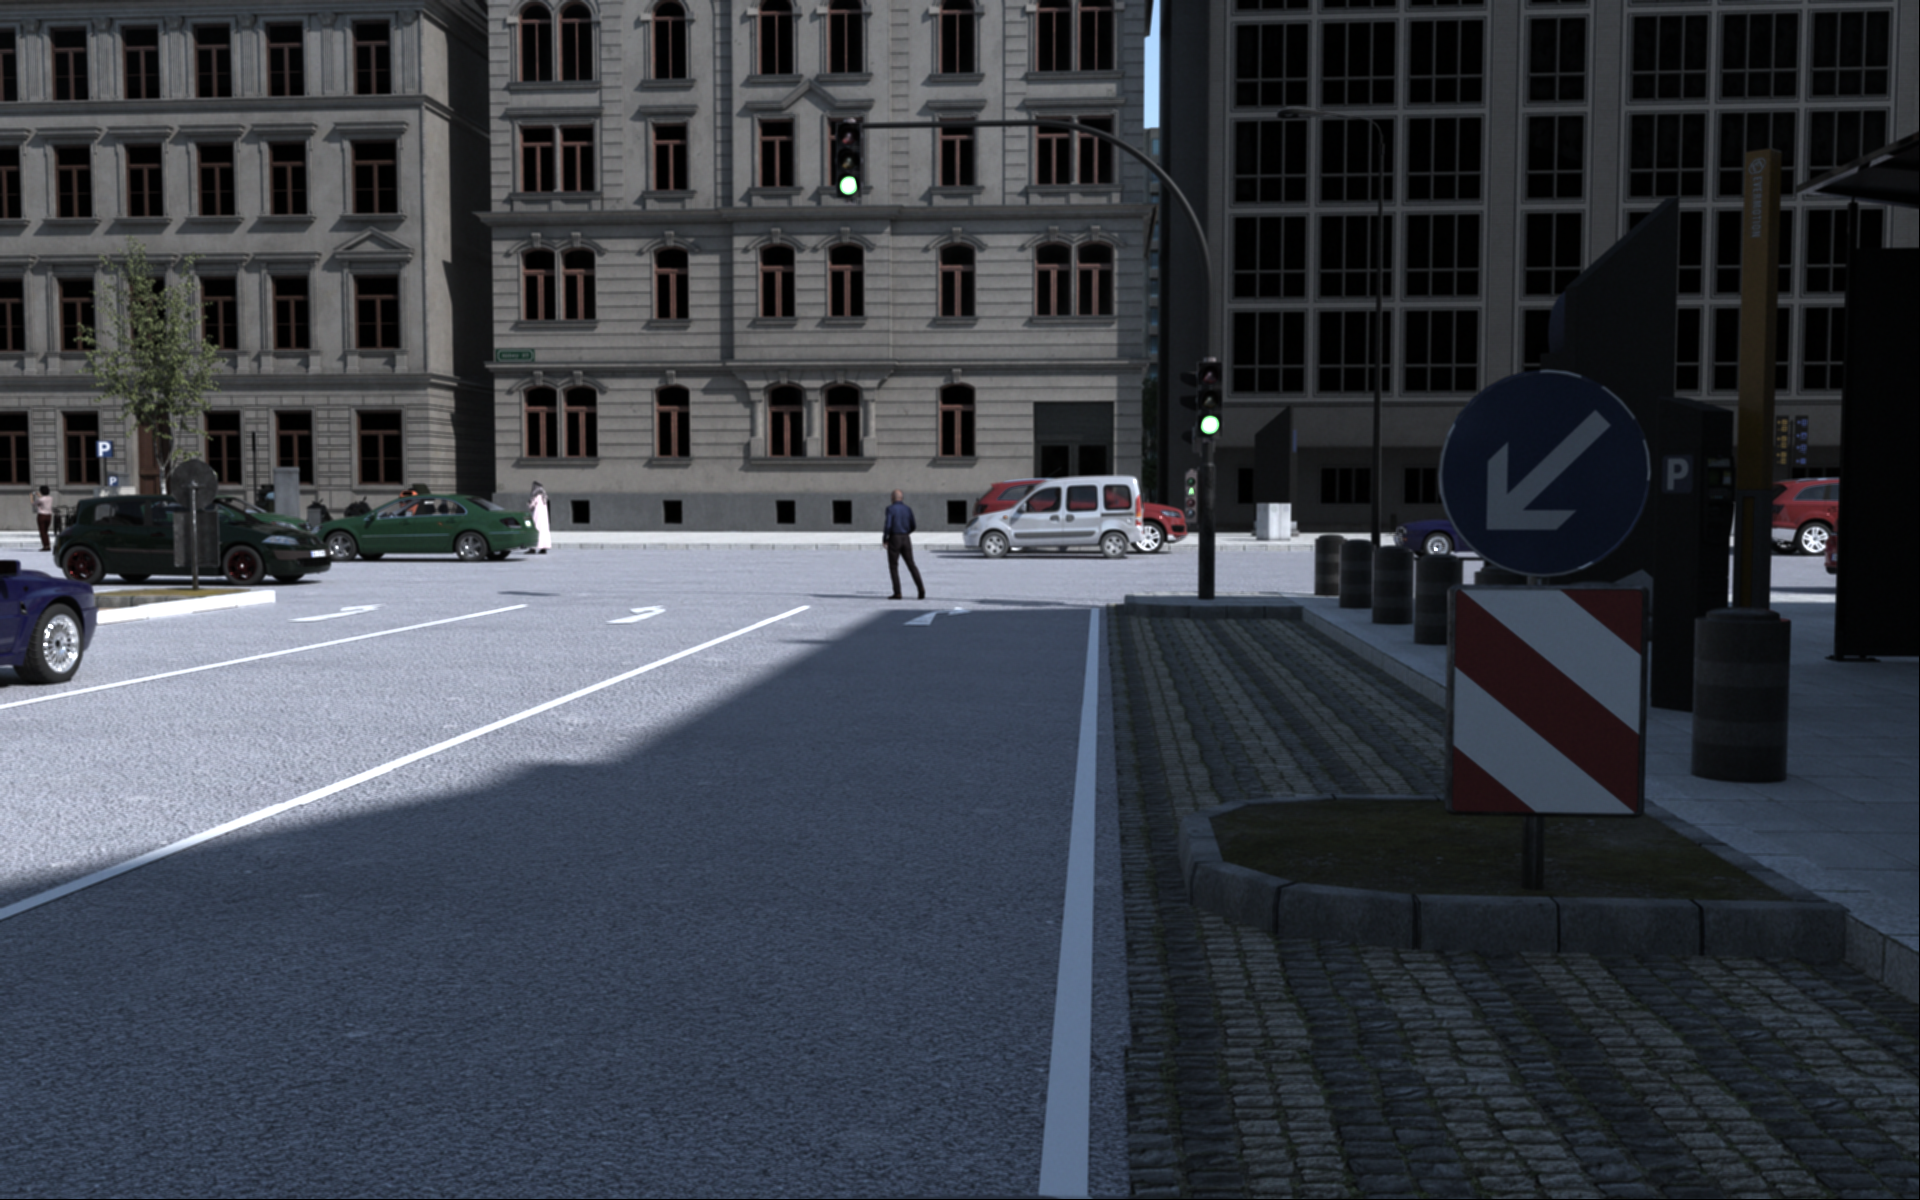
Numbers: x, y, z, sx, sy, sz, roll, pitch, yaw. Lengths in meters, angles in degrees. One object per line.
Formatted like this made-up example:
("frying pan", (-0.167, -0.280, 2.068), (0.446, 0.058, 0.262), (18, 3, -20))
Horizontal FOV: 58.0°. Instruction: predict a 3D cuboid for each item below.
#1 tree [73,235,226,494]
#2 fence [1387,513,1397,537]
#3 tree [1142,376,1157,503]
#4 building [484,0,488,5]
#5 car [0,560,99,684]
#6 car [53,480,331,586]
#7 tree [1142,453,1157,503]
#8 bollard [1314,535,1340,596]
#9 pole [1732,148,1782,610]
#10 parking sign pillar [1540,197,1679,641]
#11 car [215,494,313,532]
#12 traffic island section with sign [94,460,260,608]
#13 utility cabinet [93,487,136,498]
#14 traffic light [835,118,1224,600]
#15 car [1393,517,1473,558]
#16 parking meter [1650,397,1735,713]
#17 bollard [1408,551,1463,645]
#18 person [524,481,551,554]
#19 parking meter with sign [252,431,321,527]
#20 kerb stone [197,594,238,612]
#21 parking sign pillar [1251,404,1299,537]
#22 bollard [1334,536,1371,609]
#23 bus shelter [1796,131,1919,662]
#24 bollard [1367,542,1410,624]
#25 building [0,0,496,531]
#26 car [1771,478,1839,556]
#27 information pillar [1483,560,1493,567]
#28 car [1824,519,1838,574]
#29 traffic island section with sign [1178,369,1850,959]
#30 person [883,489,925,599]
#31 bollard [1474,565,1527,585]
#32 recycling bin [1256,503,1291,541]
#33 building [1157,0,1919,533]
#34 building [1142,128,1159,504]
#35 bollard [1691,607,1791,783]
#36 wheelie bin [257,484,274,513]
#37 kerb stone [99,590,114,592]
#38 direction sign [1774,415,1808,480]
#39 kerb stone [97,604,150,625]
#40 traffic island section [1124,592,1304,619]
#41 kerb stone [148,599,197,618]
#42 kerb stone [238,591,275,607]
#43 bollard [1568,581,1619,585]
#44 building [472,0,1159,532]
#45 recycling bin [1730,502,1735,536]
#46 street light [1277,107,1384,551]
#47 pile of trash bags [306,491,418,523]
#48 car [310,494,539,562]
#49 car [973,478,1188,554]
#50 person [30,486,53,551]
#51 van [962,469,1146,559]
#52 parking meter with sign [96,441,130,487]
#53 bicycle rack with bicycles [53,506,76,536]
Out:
("tree", (-22.753, -6.044, 49.176), (4.737, 8.622, 4.395), (0, 3, 0))
("fence", (13.254, -2.298, 52.942), (0.278, 0.683, 2.069), (1, 4, 9))
("tree", (15.961, -13.415, 145.088), (9.928, 11.665, 9.643), (0, 3, 0))
("building", (-35.020, -32.993, 128.673), (28.713, 52.752, 27.495), (0, 4, 5))
("car", (-7.739, 0.037, 11.980), (1.945, 1.354, 3.894), (0, 4, 5))
("car", (-12.307, -1.100, 27.765), (4.222, 1.686, 2.009), (0, 4, 4))
("tree", (14.947, -9.155, 133.402), (4.285, 4.588, 4.351), (0, 3, 0))
("bollard", (4.687, -0.439, 21.891), (0.404, 0.777, 0.398), (0, 3, 0))
("pole", (4.779, -1.013, 10.400), (0.158, 3.312, 0.155), (0, 3, 0))
("parking sign pillar", (5.848, -1.663, 15.659), (1.447, 3.967, 1.447), (-2, 4, -29))
("car", (-18.452, -1.902, 42.891), (4.920, 1.459, 2.131), (0, 4, 4))
("traffic island section with sign", (-10.247, -0.878, 22.487), (2.006, 1.907, 1.989), (0, 4, 5))
("utility cabinet", (-25.312, -2.642, 51.875), (0.318, 1.500, 1.173), (2, 4, 31))
("traffic light", (0.892, -2.839, 21.086), (4.771, 5.953, 1.251), (0, 4, 5))
("car", (11.554, -1.555, 37.999), (3.894, 1.354, 1.945), (0, 4, 6))
("parking meter", (4.349, -0.280, 10.282), (0.255, 1.863, 0.399), (-2, 4, -25))
("bollard", (4.110, -0.010, 14.873), (0.404, 0.777, 0.398), (0, 3, 0))
("person", (-10.127, -1.979, 41.530), (0.621, 1.740, 0.551), (0, 4, 0))
("parking meter with sign", (-18.850, -3.196, 48.512), (1.738, 3.016, 0.543), (-1, 4, -21))
("kerb stone", (-9.288, 0.044, 21.477), (0.120, 0.150, 1.000), (0, 4, 5))
("parking sign pillar", (9.597, -3.923, 52.619), (1.447, 3.967, 1.447), (-3, 5, -44))
("bollard", (4.489, -0.296, 19.555), (0.404, 0.777, 0.398), (0, 3, 0))
("bus shelter", (6.974, -1.156, 10.191), (1.731, 3.624, 6.357), (0, 4, 5))
("bollard", (4.302, -0.152, 17.206), (0.404, 0.777, 0.398), (0, 3, 0))
("building", (-27.231, -13.912, 63.626), (21.152, 22.565, 11.583), (0, 4, 5))
("car", (21.317, -1.962, 40.751), (5.304, 1.827, 2.281), (0, 4, 6))
("information pillar", (4.512, -0.595, 14.228), (0.304, 2.012, 0.304), (-1, 4, -11))
("car", (14.998, -0.979, 25.051), (4.494, 1.783, 2.155), (0, 4, 3))
("traffic island section with sign", (1.822, 0.141, 6.320), (1.989, 1.847, 2.006), (0, 4, 5))
("person", (-0.788, -0.762, 23.647), (0.574, 1.496, 0.600), (0, 4, -8))
("bollard", (3.922, 0.134, 12.529), (0.404, 0.777, 0.398), (0, 3, 0))
("recycling bin", (8.672, -2.162, 47.901), (0.722, 1.027, 0.722), (-1, 4, -18))
("building", (19.191, -16.362, 61.027), (24.014, 27.812, 14.314), (0, 4, 5))
("building", (19.366, -37.048, 225.343), (30.456, 49.044, 23.786), (0, 4, 5))
("bollard", (3.542, 0.419, 7.859), (0.404, 0.777, 0.398), (0, 3, 0))
("wheelie bin", (-22.373, -2.950, 56.135), (0.980, 1.594, 0.693), (1, 4, 23))
("kerb stone", (-11.285, -0.032, 22.713), (0.120, 0.150, 1.000), (0, 4, 5))
("direction sign", (23.975, -3.548, 50.007), (0.876, 3.537, 0.379), (0, 4, 8))
("kerb stone", (-9.454, 0.182, 19.431), (0.120, 0.150, 1.000), (0, 4, 5))
("traffic island section", (3.023, 0.068, 21.169), (2.009, 0.180, 2.903), (0, 4, 5))
("kerb stone", (-9.367, 0.106, 20.455), (0.120, 0.150, 1.000), (0, 4, 5))
("kerb stone", (-9.198, -0.019, 22.505), (0.120, 0.150, 1.000), (0, 4, 5))
("bollard", (3.726, 0.276, 10.197), (0.404, 0.777, 0.398), (0, 3, 0))
("building", (-4.442, -16.908, 63.832), (23.554, 28.519, 14.401), (0, 4, 5))
("recycling bin", (23.661, -2.473, 52.988), (0.722, 1.027, 0.722), (1, 4, 17))
("street light", (4.504, -2.959, 20.921), (1.470, 5.913, 1.316), (0, 4, 5))
("pile of trash bags", (-17.358, -2.475, 50.224), (3.447, 1.369, 1.912), (0, 4, 0))
("car", (-11.585, -1.560, 37.296), (4.920, 1.459, 2.131), (0, 4, 3))
("car", (2.884, -2.052, 42.227), (5.304, 1.827, 2.281), (0, 4, 4))
("person", (-23.031, -2.047, 43.436), (0.517, 1.644, 0.566), (-2, 4, -26))
("van", (2.113, -1.954, 38.960), (4.112, 2.044, 2.013), (0, 4, 5))
("parking meter with sign", (-27.875, -3.742, 57.441), (0.543, 3.016, 1.738), (0, 4, 3))
("bicycle rack with bicycles", (-27.200, -2.483, 53.977), (2.852, 0.926, 2.925), (-1, 4, -14))
